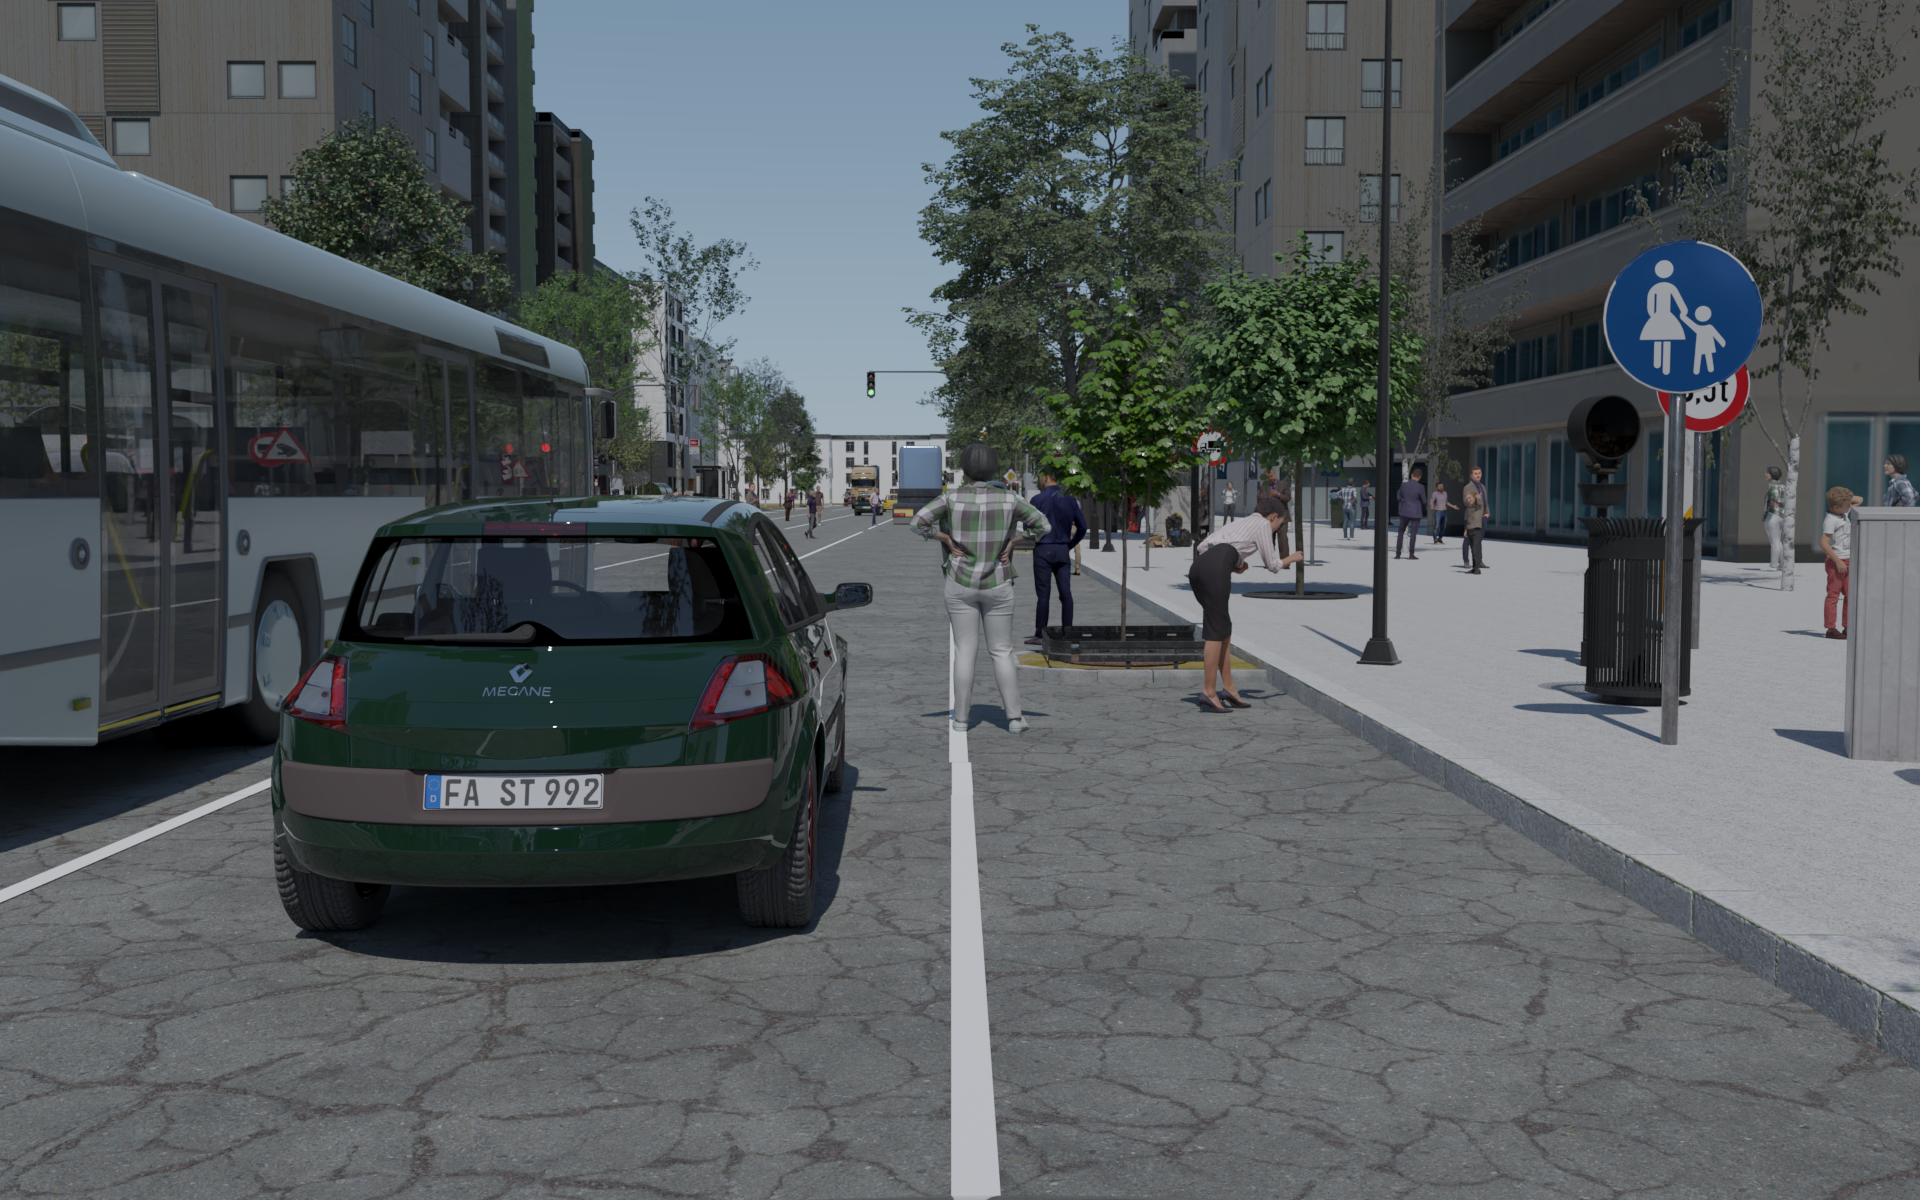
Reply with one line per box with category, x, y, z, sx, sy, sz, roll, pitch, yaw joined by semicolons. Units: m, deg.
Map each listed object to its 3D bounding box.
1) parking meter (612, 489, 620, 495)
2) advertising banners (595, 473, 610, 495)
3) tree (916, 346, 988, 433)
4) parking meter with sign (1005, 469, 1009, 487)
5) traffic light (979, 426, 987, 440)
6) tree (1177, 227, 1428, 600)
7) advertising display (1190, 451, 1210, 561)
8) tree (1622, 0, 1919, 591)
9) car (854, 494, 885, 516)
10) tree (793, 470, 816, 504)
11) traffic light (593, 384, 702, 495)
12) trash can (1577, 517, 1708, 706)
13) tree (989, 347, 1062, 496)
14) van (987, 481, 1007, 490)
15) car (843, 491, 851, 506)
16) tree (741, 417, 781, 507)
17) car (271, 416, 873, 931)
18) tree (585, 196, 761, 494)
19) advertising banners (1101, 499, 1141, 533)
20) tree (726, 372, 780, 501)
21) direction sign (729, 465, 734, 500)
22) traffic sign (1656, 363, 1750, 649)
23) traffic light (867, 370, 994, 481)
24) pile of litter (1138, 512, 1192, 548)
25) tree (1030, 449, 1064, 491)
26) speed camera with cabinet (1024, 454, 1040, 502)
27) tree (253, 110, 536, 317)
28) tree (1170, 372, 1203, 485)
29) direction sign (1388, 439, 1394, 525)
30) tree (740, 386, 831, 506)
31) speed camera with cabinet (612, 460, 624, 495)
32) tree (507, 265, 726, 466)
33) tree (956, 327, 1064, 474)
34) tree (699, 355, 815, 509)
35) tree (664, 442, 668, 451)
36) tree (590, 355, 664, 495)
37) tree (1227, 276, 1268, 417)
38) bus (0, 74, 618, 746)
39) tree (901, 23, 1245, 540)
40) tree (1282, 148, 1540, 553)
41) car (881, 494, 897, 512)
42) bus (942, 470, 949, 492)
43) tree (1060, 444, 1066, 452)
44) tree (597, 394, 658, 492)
parking meter;-17.111;-4.752;86.110;0.372;1.533;0.369;0;3;0
advertising banners;-20.083;-6.223;97.940;2.074;3.025;0.090;3;4;36
tree;1.095;-22.372;221.665;12.611;20.169;13.585;0;3;0
parking meter with sign;2.995;-7.779;123.444;0.543;3.016;1.738;-3;5;-42
traffic light;1.015;-5.076;71.918;0.839;4.253;0.868;0;4;0
tree;4.280;-2.317;21.596;4.285;4.588;4.351;0;3;0
advertising display;3.664;-1.296;26.402;0.123;1.923;0.974;1;4;18
tree;10.999;-4.437;22.903;4.360;8.622;3.978;0;3;0
car;-6.063;-6.455;115.323;2.009;1.686;4.222;0;4;2
tree;-19.188;-14.098;214.211;4.285;4.588;4.351;0;3;0
traffic light;-13.115;-5.945;71.866;4.771;5.953;1.251;0;4;0
trash can;4.179;0.061;10.657;0.748;1.137;0.748;0;3;0
tree;3.234;-8.338;86.685;4.737;8.622;4.395;0;3;0
van;0.872;-3.133;58.233;2.013;2.044;4.112;0;4;0
car;-12.795;-12.147;207.276;2.281;1.827;5.304;0;4;1
tree;-18.732;-13.135;165.124;4.737;8.622;4.395;0;3;0
car;-1.372;0.165;7.096;2.009;1.686;4.222;0;4;-2
tree;-19.754;-15.738;113.198;12.611;20.169;13.585;0;3;0
advertising banners;5.749;-3.757;57.616;2.074;3.025;0.090;1;4;12
tree;-18.319;-13.210;141.740;9.928;11.665;9.643;0;3;0
direction sign;-17.760;-8.723;134.610;0.379;3.537;0.876;-2;4;-31
traffic sign;6.079;-0.866;14.269;0.768;2.556;0.104;0;3;0
traffic light;-1.036;-5.450;63.781;4.771;5.953;1.251;0;4;0
pile of litter;4.932;-1.703;41.809;1.719;0.858;1.176;-3;4;-36
tree;3.276;-3.911;58.549;1.663;3.219;1.824;0;3;0
speed camera with cabinet;3.163;-4.974;75.658;0.660;3.252;2.038;0;4;-1
tree;-17.690;-8.270;52.222;9.611;12.733;9.660;0;3;0
tree;9.214;-7.559;73.947;4.360;8.622;3.978;0;3;0
direction sign;17.734;-4.857;71.406;0.379;3.537;0.876;2;4;29
tree;-18.396;-16.215;182.127;9.611;12.733;9.660;0;3;0
speed camera with cabinet;-20.029;-6.548;101.398;0.660;3.252;2.038;-1;4;-15
tree;-17.382;-9.370;78.954;9.928;11.665;9.643;0;3;0
tree;3.144;-11.943;113.399;7.486;12.596;7.792;0;3;0
tree;-17.823;-14.826;152.768;12.009;13.543;11.850;0;3;0
tree;-24.907;-11.212;133.679;4.360;8.622;3.978;0;3;0
tree;-18.257;-8.560;90.318;4.360;8.622;3.978;0;3;0
tree;10.772;-6.522;56.993;4.360;8.622;3.978;0;3;0
bus;-5.150;-1.112;13.035;2.948;3.499;13.247;0;4;0
tree;3.267;-8.663;48.293;9.857;13.997;8.962;0;3;0
tree;9.850;-5.314;37.245;4.360;8.622;3.978;0;3;0
car;-5.291;-7.834;138.315;2.015;1.641;3.980;0;4;-2
bus;-2.503;-10.820;168.446;2.896;3.916;12.252;0;4;0
tree;9.222;-11.621;140.372;4.360;8.622;3.978;0;3;0
tree;-24.196;-10.690;125.139;4.737;8.622;4.395;0;3;0
